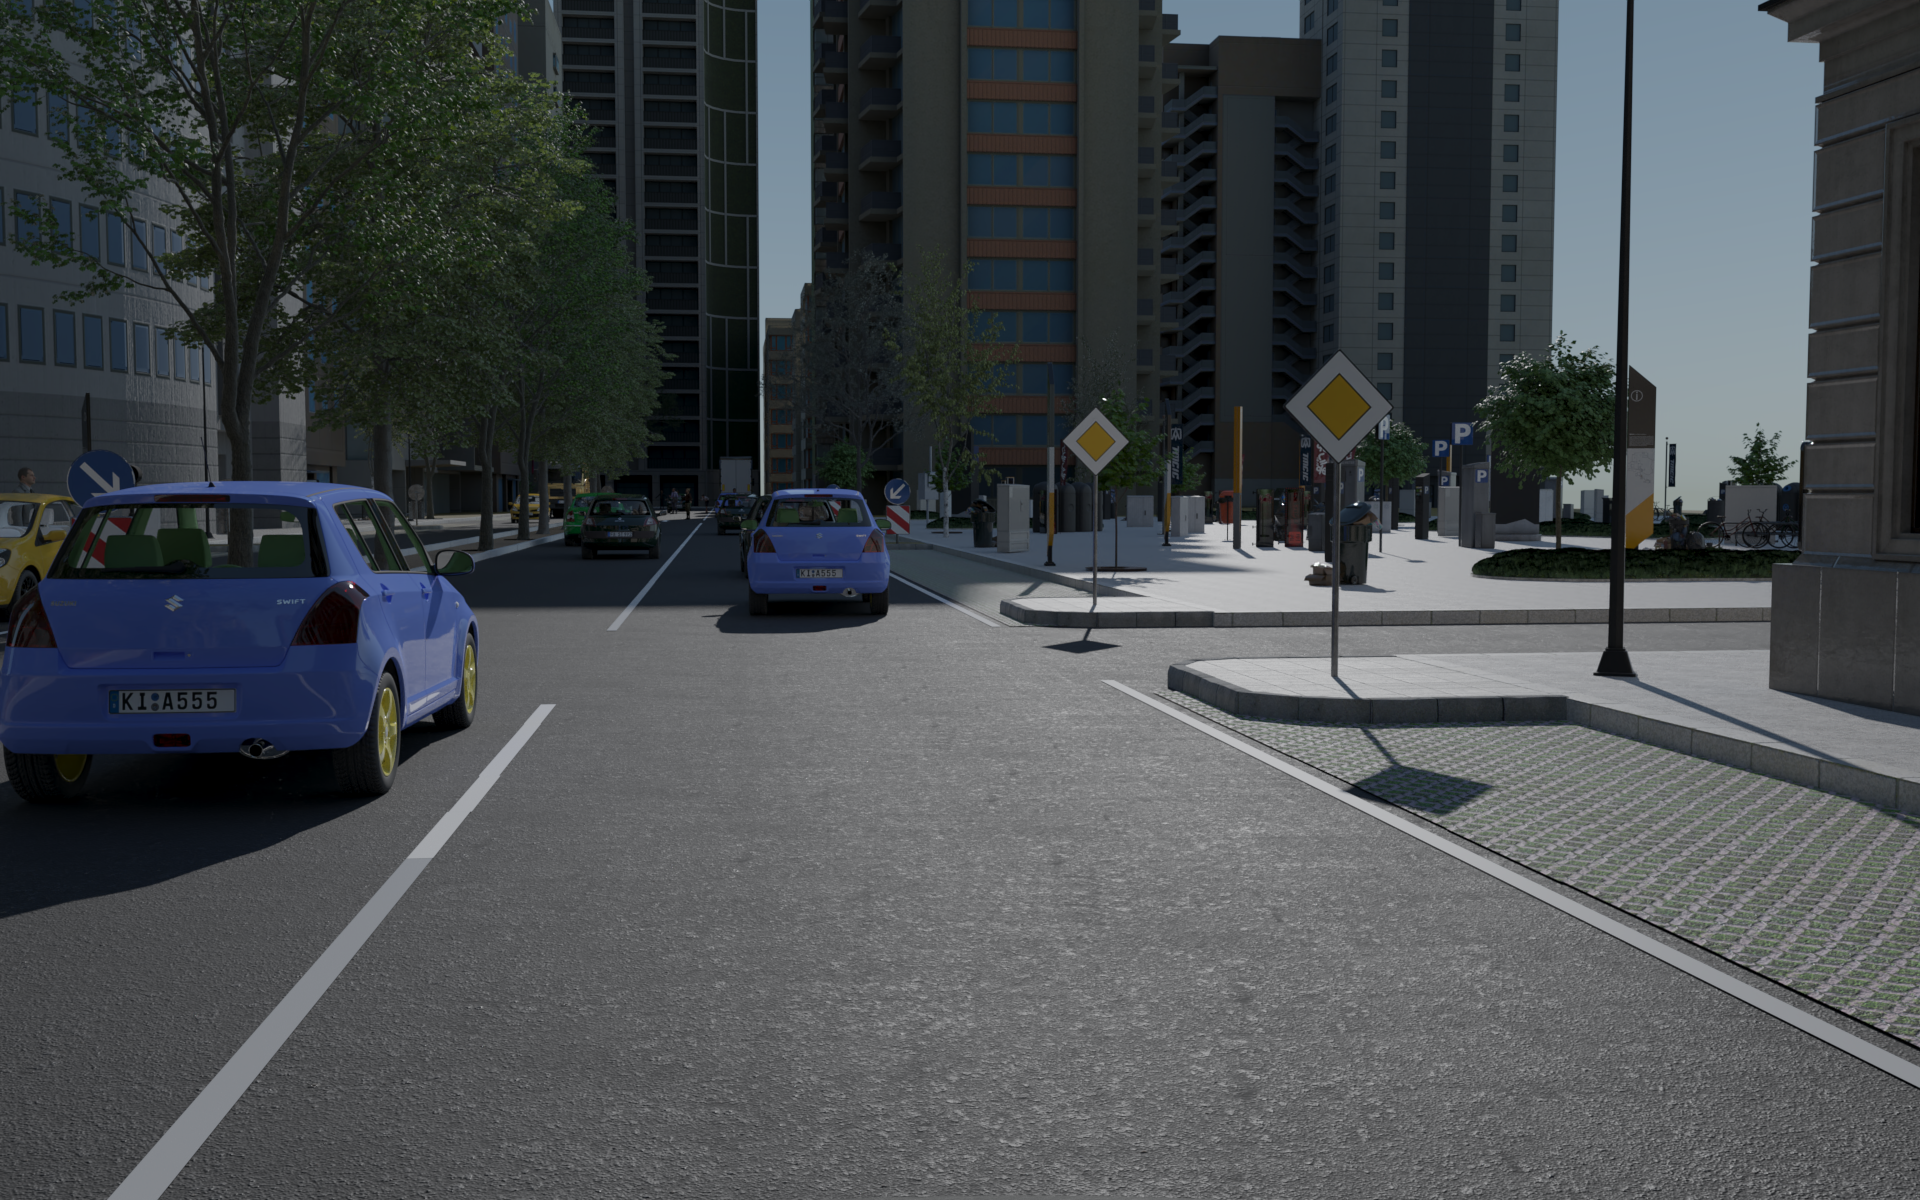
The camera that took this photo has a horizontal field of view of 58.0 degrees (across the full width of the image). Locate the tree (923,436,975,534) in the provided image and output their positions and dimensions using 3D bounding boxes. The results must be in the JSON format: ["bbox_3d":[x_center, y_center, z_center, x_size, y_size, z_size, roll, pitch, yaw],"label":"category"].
[{"bbox_3d":[-0.529,-3.777,56.363,1.663,3.219,1.824,0,3,0],"label":"tree"}]

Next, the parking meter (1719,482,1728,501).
[{"bbox_3d":[38.062,-4.932,86.351,0.399,1.863,0.255,2,4,33],"label":"parking meter"}]

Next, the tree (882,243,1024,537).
[{"bbox_3d":[-0.356,-6.141,50.765,4.737,8.622,4.395,0,3,0],"label":"tree"}]

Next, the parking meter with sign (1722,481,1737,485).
[{"bbox_3d":[43.500,-6.220,97.963,1.738,3.016,0.543,0,4,1],"label":"parking meter with sign"}]

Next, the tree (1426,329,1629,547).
[{"bbox_3d":[11.982,-3.115,34.649,4.285,4.588,4.351,0,3,0],"label":"tree"}]

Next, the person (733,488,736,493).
[{"bbox_3d":[-15.061,-6.570,115.859,1.348,1.831,0.705,-3,5,-39],"label":"person"}]

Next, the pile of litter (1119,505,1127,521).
[{"bbox_3d":[8.389,-4.245,83.365,1.176,0.858,1.719,-1,4,-20],"label":"pile of litter"}]

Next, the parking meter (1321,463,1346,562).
[{"bbox_3d":[7.073,-1.648,32.660,0.255,1.863,0.399,3,4,38],"label":"parking meter"}]

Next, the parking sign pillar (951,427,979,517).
[{"bbox_3d":[0.202,-4.996,70.155,1.447,3.967,1.447,-3,4,-38],"label":"parking sign pillar"}]

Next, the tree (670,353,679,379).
[{"bbox_3d":[-16.377,-9.548,76.700,7.486,12.596,7.792,0,3,0],"label":"tree"}]

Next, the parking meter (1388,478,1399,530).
[{"bbox_3d":[15.601,-3.464,62.350,0.255,1.863,0.399,-1,4,-11],"label":"parking meter"}]

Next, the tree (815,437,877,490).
[{"bbox_3d":[-6.298,-6.908,96.664,4.285,4.588,4.351,0,3,0],"label":"tree"}]

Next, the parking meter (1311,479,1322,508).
[{"bbox_3d":[11.530,-3.066,55.834,0.255,1.863,0.399,-3,5,-44],"label":"parking meter"}]

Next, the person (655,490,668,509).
[{"bbox_3d":[-28.901,-9.743,167.814,1.348,1.821,0.705,1,4,10],"label":"person"}]

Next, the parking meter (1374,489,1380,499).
[{"bbox_3d":[21.000,-4.813,87.101,0.372,1.533,0.369,0,3,0],"label":"parking meter"}]

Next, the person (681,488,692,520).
[{"bbox_3d":[-15.378,-5.402,97.338,0.721,1.766,1.217,-3,4,-36],"label":"person"}]

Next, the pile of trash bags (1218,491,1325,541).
[{"bbox_3d":[8.861,-2.340,48.016,3.447,1.369,1.912,1,4,16],"label":"pile of trash bags"}]

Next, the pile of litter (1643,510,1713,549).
[{"bbox_3d":[16.486,-1.577,39.755,1.719,0.858,1.176,3,5,44],"label":"pile of litter"}]

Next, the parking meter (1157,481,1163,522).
[{"bbox_3d":[9.344,-4.563,80.315,0.255,1.863,0.399,2,4,29],"label":"parking meter"}]

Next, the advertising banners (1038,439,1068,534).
[{"bbox_3d":[2.986,-3.630,55.541,0.090,3.025,2.074,-1,4,-23],"label":"advertising banners"}]

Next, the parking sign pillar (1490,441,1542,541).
[{"bbox_3d":[15.237,-3.612,47.536,1.447,3.967,1.447,1,4,16],"label":"parking sign pillar"}]

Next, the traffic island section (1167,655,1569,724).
[{"bbox_3d":[2.654,0.616,12.204,2.009,0.180,2.903,0,4,-8],"label":"traffic island section"}]

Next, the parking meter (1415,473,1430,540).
[{"bbox_3d":[13.063,-2.646,48.968,0.399,1.863,0.255,-3,5,-43],"label":"parking meter"}]

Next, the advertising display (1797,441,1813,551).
[{"bbox_3d":[10.698,-0.997,21.514,0.974,1.923,0.123,-3,5,-39],"label":"advertising display"}]

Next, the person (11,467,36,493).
[{"bbox_3d":[-13.227,-0.979,24.612,0.767,1.812,0.694,-1,4,-11],"label":"person"}]

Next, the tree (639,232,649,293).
[{"bbox_3d":[-11.690,-7.004,42.735,9.928,11.665,9.643,0,3,0],"label":"tree"}]

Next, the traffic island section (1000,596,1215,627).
[{"bbox_3d":[1.584,0.132,20.117,2.009,0.180,2.903,0,4,-8],"label":"traffic island section"}]

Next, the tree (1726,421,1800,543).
[{"bbox_3d":[21.281,-3.160,46.263,1.663,3.219,1.824,0,3,0],"label":"tree"}]

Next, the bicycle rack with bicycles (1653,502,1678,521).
[{"bbox_3d":[33.060,-4.287,83.479,2.925,0.926,2.852,1,4,13],"label":"bicycle rack with bicycles"}]

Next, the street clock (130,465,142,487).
[{"bbox_3d":[-20.793,-2.380,43.489,0.471,2.002,0.358,0,4,-2],"label":"street clock"}]

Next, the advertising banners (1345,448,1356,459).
[{"bbox_3d":[13.286,-4.068,62.694,2.074,3.025,0.090,0,4,5],"label":"advertising banners"}]

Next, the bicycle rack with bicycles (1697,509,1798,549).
[{"bbox_3d":[19.373,-1.704,41.241,2.925,0.926,2.852,3,4,37],"label":"bicycle rack with bicycles"}]

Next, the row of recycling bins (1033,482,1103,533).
[{"bbox_3d":[3.713,-3.148,58.587,1.069,1.692,3.534,3,4,38],"label":"row of recycling bins"}]

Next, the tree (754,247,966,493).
[{"bbox_3d":[-4.889,-10.697,85.263,12.009,13.543,11.850,0,3,0],"label":"tree"}]

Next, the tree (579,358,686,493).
[{"bbox_3d":[-17.660,-9.060,85.004,8.767,10.594,7.601,0,4,-8],"label":"tree"}]

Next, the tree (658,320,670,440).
[{"bbox_3d":[-15.807,-9.086,69.136,7.486,12.596,7.792,0,3,0],"label":"tree"}]

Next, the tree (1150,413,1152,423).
[{"bbox_3d":[8.098,-8.828,94.692,4.360,8.622,3.978,0,3,0],"label":"tree"}]

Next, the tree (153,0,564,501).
[{"bbox_3d":[-10.655,-6.790,31.606,7.486,12.596,7.792,0,3,0],"label":"tree"}]

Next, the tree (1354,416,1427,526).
[{"bbox_3d":[17.454,-5.331,70.883,4.285,4.588,4.351,0,3,0],"label":"tree"}]

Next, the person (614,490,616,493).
[{"bbox_3d":[-29.865,-8.621,149.471,0.705,1.822,1.348,0,4,-7],"label":"person"}]

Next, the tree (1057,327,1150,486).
[{"bbox_3d":[6.251,-7.737,76.870,4.360,8.622,3.978,0,3,0],"label":"tree"}]

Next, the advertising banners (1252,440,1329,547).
[{"bbox_3d":[8.053,-2.791,41.817,2.074,3.025,0.090,-1,4,-13],"label":"advertising banners"}]

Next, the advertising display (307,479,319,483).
[{"bbox_3d":[-28.224,-4.292,75.394,0.974,1.923,0.123,2,4,34],"label":"advertising display"}]

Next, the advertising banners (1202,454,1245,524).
[{"bbox_3d":[11.383,-4.809,74.816,2.074,3.025,0.090,-1,4,-20],"label":"advertising banners"}]

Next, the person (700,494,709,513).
[{"bbox_3d":[-19.028,-7.185,129.158,0.628,1.438,0.799,0,4,-5],"label":"person"}]

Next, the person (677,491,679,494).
[{"bbox_3d":[-26.227,-9.266,160.722,1.217,1.743,0.721,-2,4,-25],"label":"person"}]

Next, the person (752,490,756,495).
[{"bbox_3d":[-20.447,-9.917,170.724,1.350,1.814,0.705,-2,4,-35],"label":"person"}]

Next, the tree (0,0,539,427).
[{"bbox_3d":[-9.347,-5.757,22.342,9.928,11.665,9.643,0,3,0],"label":"tree"}]

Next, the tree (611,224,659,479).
[{"bbox_3d":[-14.962,-8.625,61.610,7.486,12.596,7.792,0,3,0],"label":"tree"}]

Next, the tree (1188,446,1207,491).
[{"bbox_3d":[7.542,-3.958,59.317,1.663,3.219,1.824,0,3,0],"label":"tree"}]

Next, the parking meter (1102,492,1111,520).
[{"bbox_3d":[7.347,-4.961,86.817,0.399,1.863,0.255,-2,4,-27],"label":"parking meter"}]

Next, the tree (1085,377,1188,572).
[{"bbox_3d":[2.577,-2.092,28.805,1.663,3.219,1.824,0,3,0],"label":"tree"}]

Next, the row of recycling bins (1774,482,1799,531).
[{"bbox_3d":[29.027,-3.214,59.669,1.069,1.692,3.534,-1,4,-19],"label":"row of recycling bins"}]

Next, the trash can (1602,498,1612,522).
[{"bbox_3d":[26.169,-3.548,69.658,0.748,1.137,0.748,0,3,0],"label":"trash can"}]

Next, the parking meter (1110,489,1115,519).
[{"bbox_3d":[7.908,-4.971,89.693,0.372,1.533,0.369,0,3,0],"label":"parking meter"}]

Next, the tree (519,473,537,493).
[{"bbox_3d":[-34.488,-8.756,137.767,1.663,3.219,1.824,0,3,0],"label":"tree"}]

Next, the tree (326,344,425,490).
[{"bbox_3d":[-25.247,-7.629,75.094,4.360,8.622,3.978,0,3,0],"label":"tree"}]

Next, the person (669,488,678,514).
[{"bbox_3d":[-20.408,-7.021,123.163,0.709,1.838,0.599,2,4,30],"label":"person"}]
